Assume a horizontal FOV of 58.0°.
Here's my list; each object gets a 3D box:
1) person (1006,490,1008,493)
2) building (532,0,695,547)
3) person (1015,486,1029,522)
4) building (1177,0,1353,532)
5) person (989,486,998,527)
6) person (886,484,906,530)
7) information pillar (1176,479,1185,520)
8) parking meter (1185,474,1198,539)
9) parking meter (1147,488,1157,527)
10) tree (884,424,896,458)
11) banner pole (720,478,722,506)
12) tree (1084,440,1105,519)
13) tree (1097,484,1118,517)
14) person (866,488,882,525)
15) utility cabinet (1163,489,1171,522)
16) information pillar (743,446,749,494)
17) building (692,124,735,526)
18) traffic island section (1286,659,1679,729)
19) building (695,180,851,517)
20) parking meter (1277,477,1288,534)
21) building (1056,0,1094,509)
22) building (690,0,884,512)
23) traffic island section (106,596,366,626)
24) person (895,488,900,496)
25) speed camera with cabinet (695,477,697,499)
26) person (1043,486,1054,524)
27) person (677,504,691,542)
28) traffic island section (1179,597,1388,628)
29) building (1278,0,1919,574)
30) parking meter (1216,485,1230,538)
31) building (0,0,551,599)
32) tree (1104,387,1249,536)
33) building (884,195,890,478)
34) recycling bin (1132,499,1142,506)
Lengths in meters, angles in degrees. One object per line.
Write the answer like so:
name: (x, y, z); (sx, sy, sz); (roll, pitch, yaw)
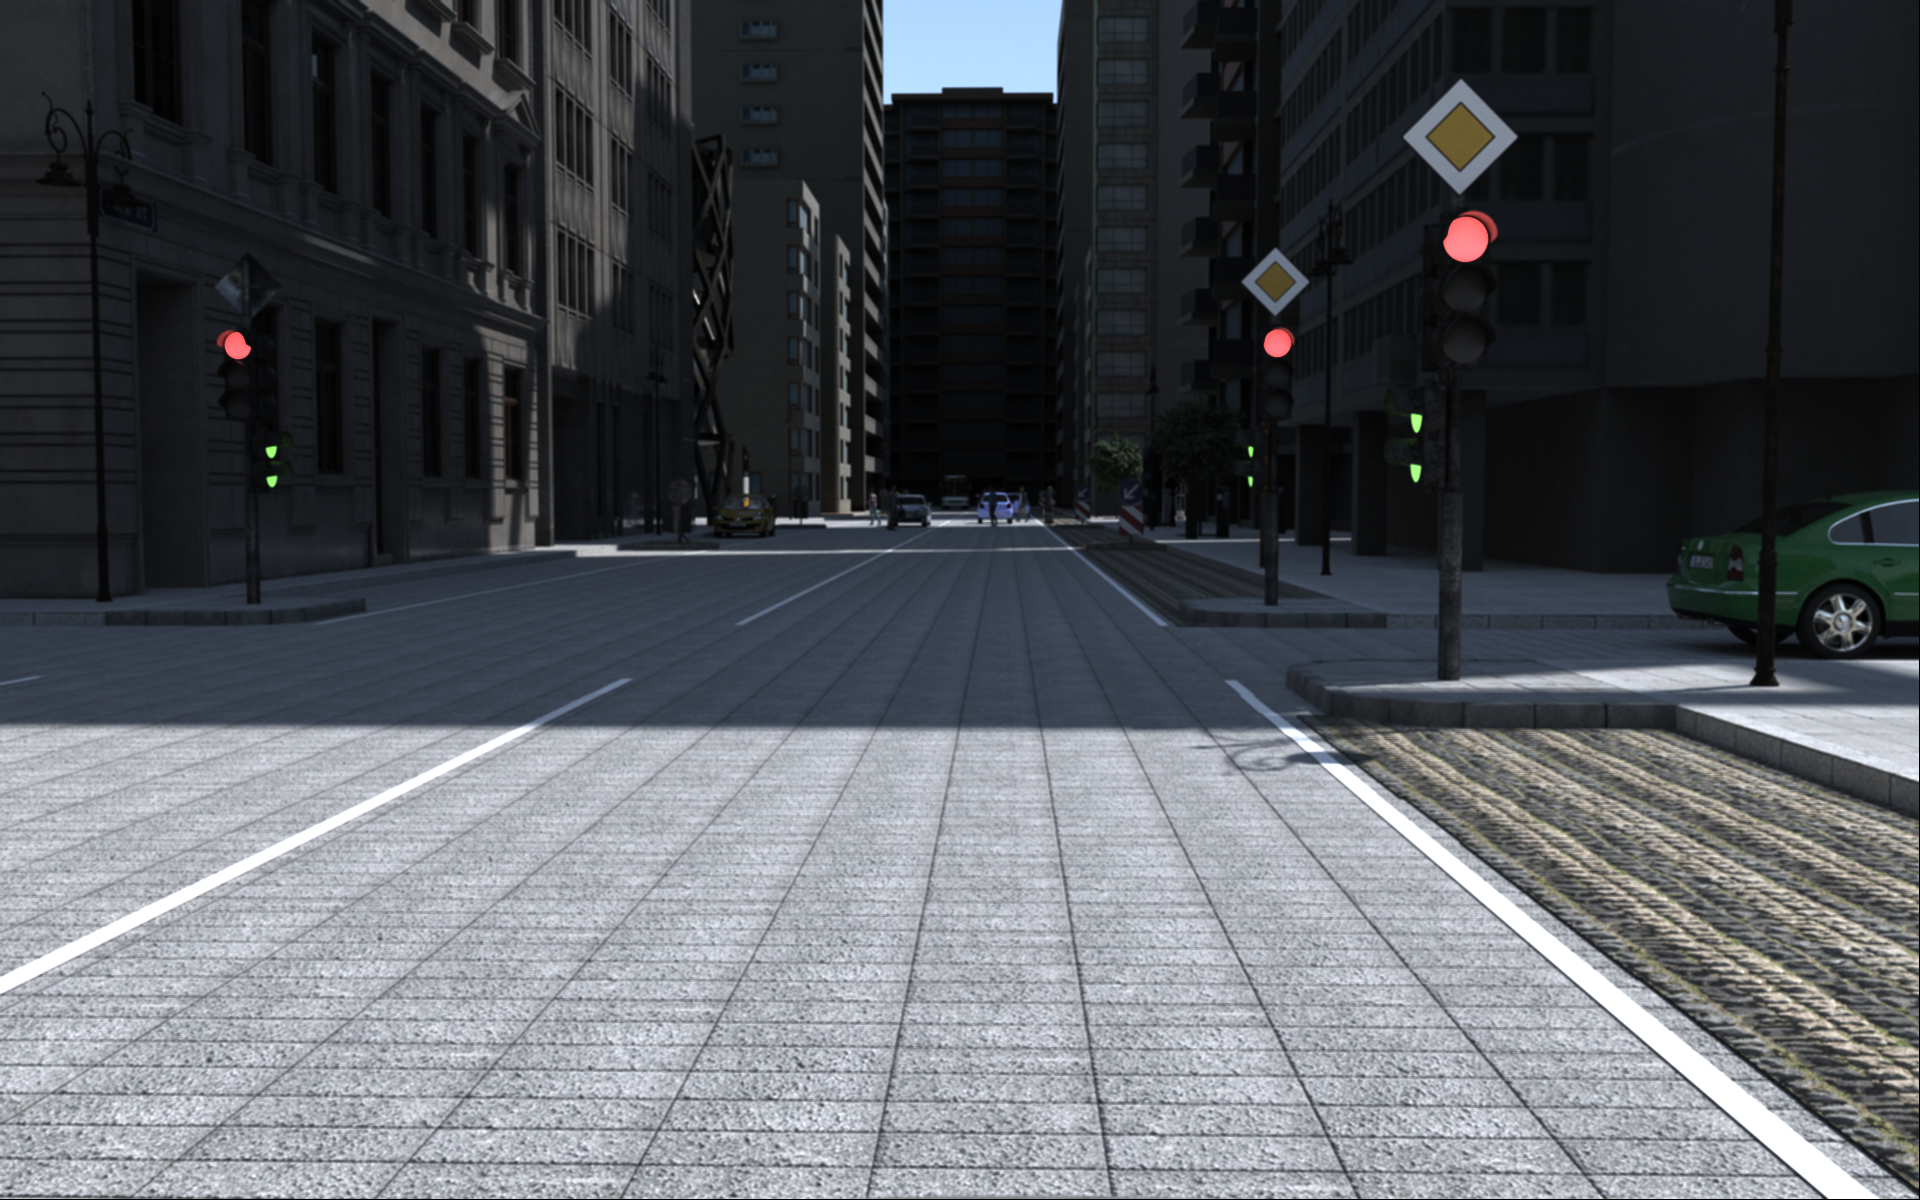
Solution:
person: (4.028, -8.548, 148.284); (1.348, 1.821, 0.705); (2, 4, 34)
building: (-15.748, -14.286, 51.593); (12.078, 24.808, 19.932); (0, 4, 1)
person: (3.154, -4.827, 87.413); (0.713, 1.824, 0.794); (-1, 4, -21)
building: (20.524, -25.388, 69.724); (22.147, 44.769, 28.867); (0, 4, 1)
person: (1.432, -4.054, 75.129); (0.444, 1.785, 0.601); (3, 5, 42)
person: (-2.617, -3.652, 68.330); (0.853, 1.813, 0.709); (2, 4, 26)
information pillar: (10.962, -4.992, 86.108); (0.304, 2.012, 0.304); (3, 5, 44)
parking meter: (6.614, -2.676, 49.468); (0.255, 1.863, 0.399); (-1, 4, -9)
parking meter: (7.508, -3.620, 67.594); (0.372, 1.533, 0.369); (0, 3, 0)
tree: (-7.927, -12.526, 155.160); (4.360, 8.622, 3.978); (0, 3, 0)
banner pole: (-12.377, -6.098, 89.723); (0.401, 3.779, 0.863); (-1, 4, -10)
tree: (8.134, -6.496, 89.928); (4.285, 4.588, 4.351); (0, 3, 0)
tree: (8.307, -6.363, 98.640); (1.663, 3.219, 1.824); (0, 3, 0)
person: (-3.949, -4.267, 79.101); (0.643, 1.720, 0.563); (2, 4, 29)
utility cabinet: (8.515, -3.815, 71.061); (0.318, 1.500, 1.173); (0, 4, 5)
information pillar: (-10.374, -5.659, 83.884); (0.183, 3.616, 0.504); (1, 4, 19)
building: (-17.975, -12.441, 70.867); (16.820, 18.784, 16.811); (0, 4, 1)
traffic island section: (3.401, 0.630, 11.974); (2.009, 0.180, 2.903); (0, 4, 1)
building: (-22.072, -16.222, 110.271); (27.650, 21.520, 28.899); (0, 4, 1)
parking meter: (10.347, -3.063, 55.795); (0.399, 1.863, 0.255); (1, 4, 13)
building: (19.834, -32.732, 158.864); (21.300, 48.544, 21.600); (0, 4, 1)
building: (-17.331, -31.301, 135.477); (21.300, 48.544, 21.600); (0, 4, 1)
traffic island section: (-8.280, 0.123, 20.268); (2.009, 0.180, 2.903); (0, 4, 1)
person: (-4.428, -6.828, 120.151); (1.348, 1.823, 0.705); (-1, 4, -12)
speed camera with cabinet: (-13.832, -5.536, 84.845); (0.660, 3.252, 2.038); (3, 5, 41)
person: (4.172, -4.486, 82.067); (0.699, 1.804, 1.509); (1, 4, 11)
person: (-7.563, -2.041, 46.886); (0.505, 1.210, 0.382); (-3, 5, -45)
traffic island section: (3.607, 0.142, 19.957); (2.009, 0.180, 2.903); (0, 4, 1)
building: (19.396, -20.859, 32.918); (23.993, 40.220, 32.217); (0, 4, 1)
parking meter: (7.719, -2.595, 50.844); (0.372, 1.533, 0.369); (0, 3, 0)
building: (-15.165, -11.876, 30.333); (11.583, 22.565, 21.152); (0, 4, 1)
tree: (7.311, -4.247, 53.154); (4.285, 4.588, 4.351); (0, 3, 0)
building: (-13.779, -23.984, 163.840); (14.107, 30.474, 14.160); (0, 4, 1)
recycling bin: (8.325, -4.168, 80.703); (0.722, 1.027, 0.722); (0, 4, 6)
